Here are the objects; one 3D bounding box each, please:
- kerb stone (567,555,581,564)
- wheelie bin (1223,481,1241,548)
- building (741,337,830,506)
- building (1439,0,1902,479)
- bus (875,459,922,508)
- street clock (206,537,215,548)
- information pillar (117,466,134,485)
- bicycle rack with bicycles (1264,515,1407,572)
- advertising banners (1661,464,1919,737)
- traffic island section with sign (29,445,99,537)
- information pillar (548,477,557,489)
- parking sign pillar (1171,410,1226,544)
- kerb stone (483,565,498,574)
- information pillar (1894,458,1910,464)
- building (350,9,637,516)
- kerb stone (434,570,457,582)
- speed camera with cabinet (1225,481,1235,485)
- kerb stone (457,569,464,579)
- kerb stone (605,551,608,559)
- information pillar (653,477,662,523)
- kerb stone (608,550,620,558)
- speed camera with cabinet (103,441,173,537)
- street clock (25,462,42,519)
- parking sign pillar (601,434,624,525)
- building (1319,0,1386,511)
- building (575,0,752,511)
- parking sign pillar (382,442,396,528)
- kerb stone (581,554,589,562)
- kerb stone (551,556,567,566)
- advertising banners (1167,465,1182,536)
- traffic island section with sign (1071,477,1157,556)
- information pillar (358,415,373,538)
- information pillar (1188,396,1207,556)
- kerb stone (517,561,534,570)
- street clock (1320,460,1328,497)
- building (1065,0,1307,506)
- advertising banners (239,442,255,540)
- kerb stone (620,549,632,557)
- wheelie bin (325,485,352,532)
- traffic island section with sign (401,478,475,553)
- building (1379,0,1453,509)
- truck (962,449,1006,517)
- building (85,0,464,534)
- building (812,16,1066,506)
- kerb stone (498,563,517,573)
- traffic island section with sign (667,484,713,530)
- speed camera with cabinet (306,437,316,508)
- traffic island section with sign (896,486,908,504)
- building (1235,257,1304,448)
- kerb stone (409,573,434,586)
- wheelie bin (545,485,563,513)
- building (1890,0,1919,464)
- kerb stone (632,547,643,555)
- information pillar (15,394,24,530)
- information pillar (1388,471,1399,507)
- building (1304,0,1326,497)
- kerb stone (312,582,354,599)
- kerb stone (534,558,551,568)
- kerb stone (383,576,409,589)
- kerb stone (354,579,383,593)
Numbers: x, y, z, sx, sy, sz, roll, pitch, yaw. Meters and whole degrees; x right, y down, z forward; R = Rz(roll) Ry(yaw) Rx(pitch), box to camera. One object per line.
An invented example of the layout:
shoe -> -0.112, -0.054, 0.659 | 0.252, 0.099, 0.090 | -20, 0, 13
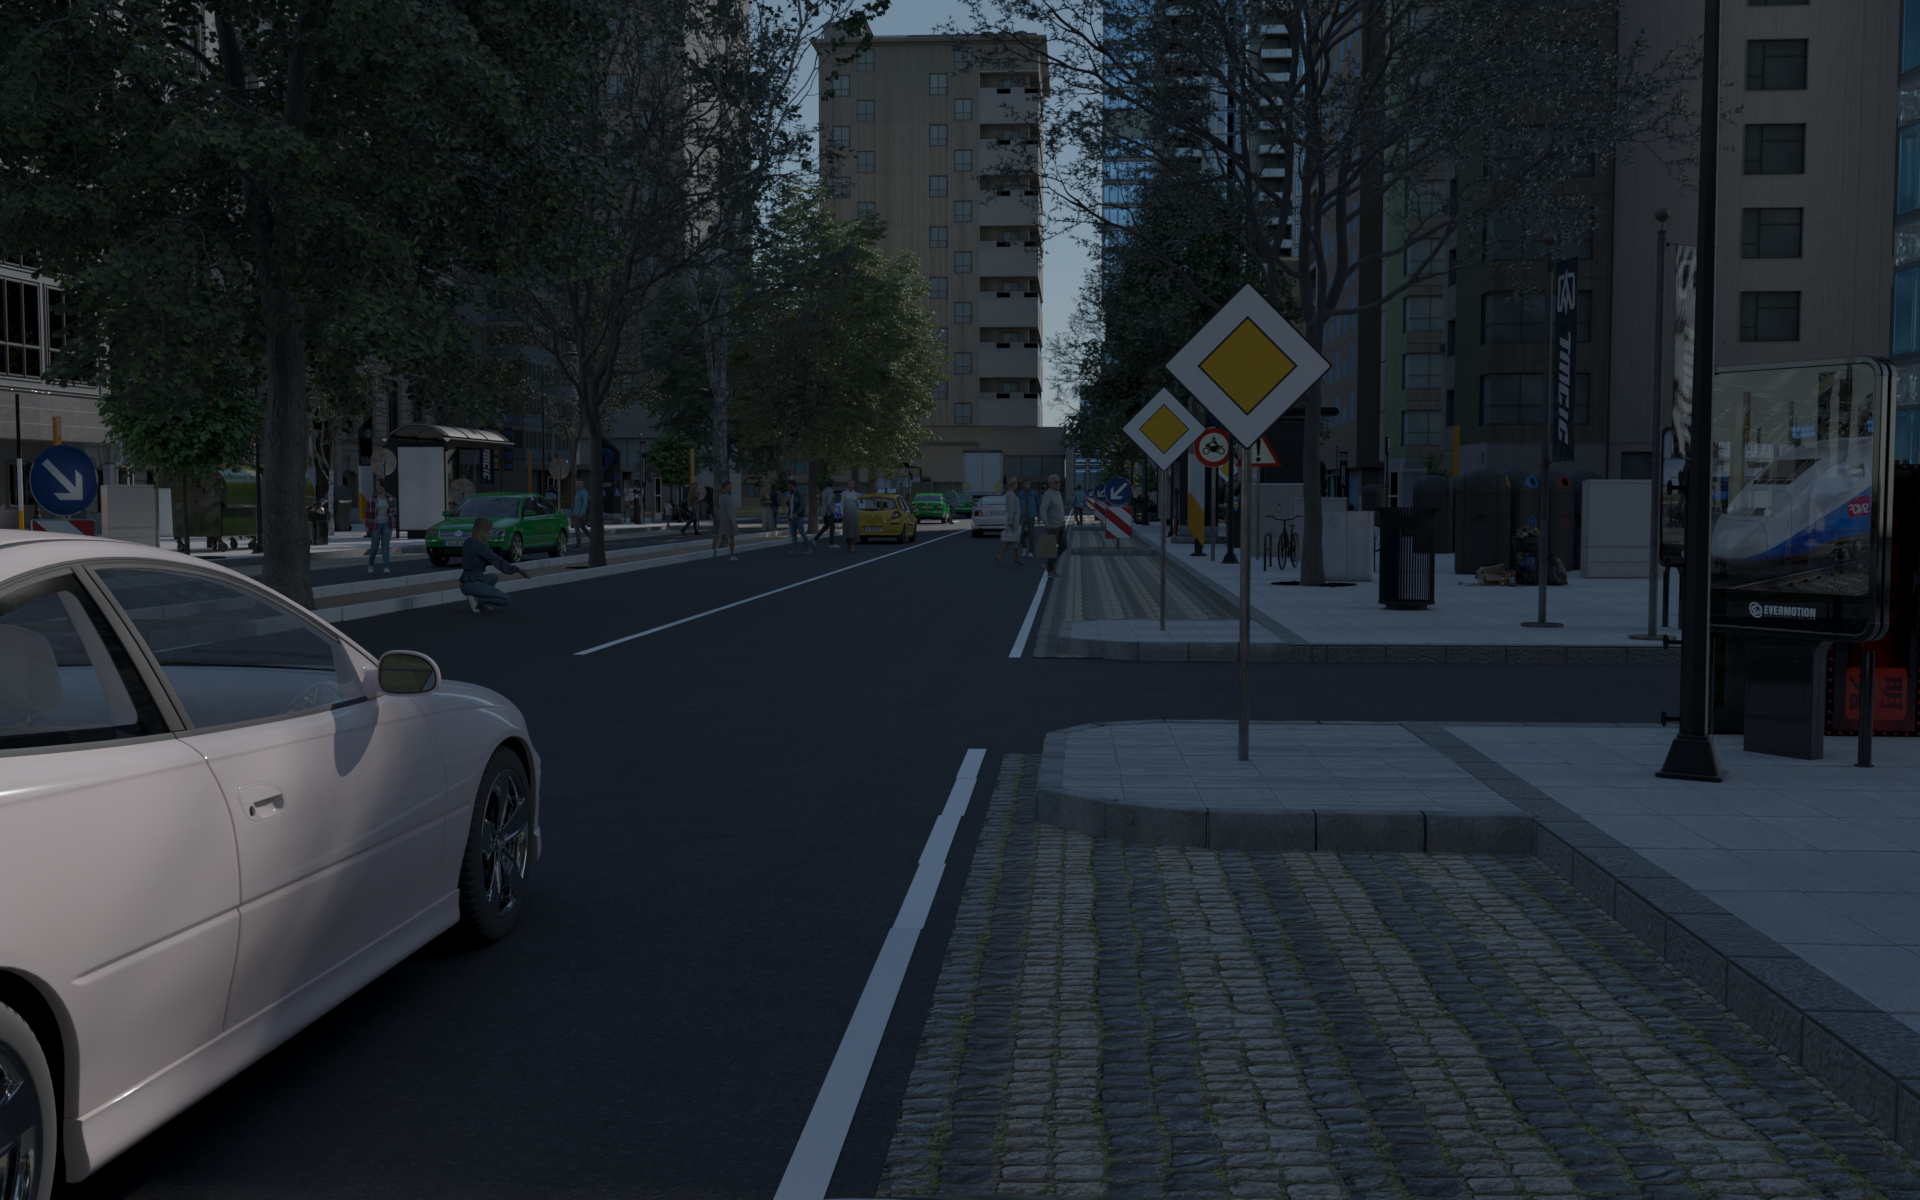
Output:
kerb stone -> -8.036, -0.816, 35.548 | 0.120, 0.150, 1.000 | 0, 4, 4
wheelie bin -> 6.655, -2.044, 41.329 | 0.693, 1.594, 0.980 | 0, 4, 2
building -> -29.555, -21.859, 202.431 | 28.899, 21.520, 27.650 | 0, 4, 4
building -> 23.779, -17.588, 59.264 | 14.160, 30.474, 14.107 | 0, 4, 4
bus -> -4.288, -7.876, 120.318 | 2.896, 3.916, 12.252 | 0, 4, 3
street clock -> -17.799, -2.237, 41.144 | 0.358, 2.002, 0.471 | -3, 5, -40
information pillar -> -21.809, -2.495, 45.289 | 0.304, 2.012, 0.304 | 0, 4, -2
bicycle rack with bicycles -> 6.299, -0.991, 29.584 | 2.852, 0.926, 2.925 | 1, 4, 14
advertising banners -> 4.798, -0.789, 9.085 | 2.074, 3.025, 0.090 | 0, 4, 6
traffic island section with sign -> -8.248, -0.522, 16.674 | 2.006, 1.907, 1.989 | 0, 4, 4
information pillar -> -17.411, -4.254, 74.041 | 0.304, 2.012, 0.304 | 1, 4, 13
parking sign pillar -> 6.210, -3.457, 44.988 | 1.447, 3.967, 1.447 | -1, 4, -23
kerb stone -> -8.381, -0.504, 30.429 | 0.120, 0.150, 1.000 | 0, 4, 4
information pillar -> 19.248, -1.901, 35.573 | 0.304, 2.012, 0.304 | -2, 4, -30
building -> -37.182, -25.321, 105.887 | 32.217, 40.220, 23.993 | 0, 4, 4
kerb stone -> -8.523, -0.378, 28.381 | 0.120, 0.150, 1.000 | 0, 4, 4
speed camera with cabinet -> 14.882, -5.876, 90.408 | 2.038, 3.252, 0.660 | 1, 4, 17
kerb stone -> -8.447, -0.441, 29.405 | 0.120, 0.150, 1.000 | 0, 4, 4
kerb stone -> -7.900, -0.942, 37.598 | 0.120, 0.150, 1.000 | 0, 4, 4
information pillar -> -13.334, -4.395, 76.343 | 0.304, 2.012, 0.304 | -1, 4, -20
kerb stone -> -7.820, -1.004, 38.617 | 0.120, 0.150, 1.000 | 0, 4, 4
speed camera with cabinet -> -24.148, -3.476, 51.168 | 0.660, 3.252, 2.038 | 3, 5, 43
street clock -> -20.726, -2.098, 38.870 | 0.471, 2.002, 0.358 | 2, 4, 32
parking sign pillar -> -14.971, -5.191, 73.348 | 1.447, 3.967, 1.447 | 2, 4, 35
building -> 28.247, -27.312, 96.666 | 14.600, 45.320, 14.200 | 0, 4, 4
building -> -32.664, -33.932, 144.029 | 27.495, 52.752, 28.713 | 0, 4, 4
parking sign pillar -> -21.192, -4.720, 65.640 | 1.447, 3.967, 1.447 | -1, 4, -17
kerb stone -> -7.964, -0.879, 36.571 | 0.120, 0.150, 1.000 | 0, 4, 4
kerb stone -> -8.096, -0.754, 34.528 | 0.120, 0.150, 1.000 | 0, 4, 4
advertising banners -> 6.110, -3.233, 49.046 | 0.090, 3.025, 2.074 | 0, 4, -6
traffic island section with sign -> 3.615, -1.972, 40.863 | 1.989, 1.847, 2.006 | 0, 4, 4
information pillar -> -17.499, -3.651, 51.051 | 0.183, 3.616, 0.504 | 2, 4, 27
information pillar -> 4.874, -2.709, 35.640 | 0.183, 3.616, 0.504 | 3, 5, 43
kerb stone -> -8.248, -0.620, 32.476 | 0.120, 0.150, 1.000 | 0, 4, 4
street clock -> 7.542, -1.973, 36.821 | 0.358, 2.002, 0.471 | -2, 4, -25
building -> 27.548, -53.873, 193.498 | 31.000, 86.520, 22.319 | 0, 4, 4
advertising banners -> -20.282, -3.253, 49.381 | 0.090, 3.025, 2.074 | -1, 4, -8
kerb stone -> -7.756, -1.067, 39.637 | 0.120, 0.150, 1.000 | 0, 4, 4
wheelie bin -> -21.337, -3.148, 59.381 | 0.693, 1.594, 0.980 | 2, 4, 29
traffic island section with sign -> -12.377, -2.071, 42.496 | 1.989, 1.847, 2.006 | 0, 4, 4
building -> 27.274, -24.387, 82.327 | 14.154, 41.232, 14.086 | 0, 4, 4
truck -> 1.591, -7.631, 113.686 | 2.839, 4.237, 11.283 | 0, 4, 2
building -> -31.620, -15.378, 70.517 | 14.460, 24.649, 34.723 | 0, 4, 4
building -> -1.398, -37.352, 199.935 | 27.495, 52.752, 28.713 | 0, 4, 4
kerb stone -> -8.311, -0.566, 31.455 | 0.120, 0.150, 1.000 | 0, 4, 4
traffic island section with sign -> -10.548, -3.716, 69.389 | 1.989, 1.847, 2.006 | 0, 4, 4
speed camera with cabinet -> -22.856, -4.028, 60.198 | 0.660, 3.252, 2.038 | -2, 4, -29
traffic island section with sign -> -3.142, -5.107, 91.639 | 2.006, 1.907, 1.989 | 0, 4, 4
building -> 37.464, -18.032, 139.857 | 27.650, 21.520, 28.899 | 0, 4, 4
kerb stone -> -8.589, -0.316, 27.354 | 0.120, 0.150, 1.000 | 0, 4, 4
wheelie bin -> -14.996, -3.413, 63.715 | 0.693, 1.594, 0.980 | -2, 4, -27
building -> 66.832, -31.823, 139.915 | 30.456, 49.044, 23.786 | 0, 4, 4
kerb stone -> -7.679, -1.129, 40.657 | 0.120, 0.150, 1.000 | 0, 4, 4
information pillar -> -22.083, -3.017, 40.678 | 0.183, 3.616, 0.504 | -2, 4, -27
information pillar -> 13.754, -3.089, 54.999 | 0.304, 2.012, 0.304 | 0, 4, 5
building -> 32.323, -41.326, 113.925 | 20.563, 71.187, 20.611 | 0, 4, 4
kerb stone -> -8.798, -0.128, 24.288 | 0.120, 0.150, 1.000 | 0, 4, 4
kerb stone -> -8.172, -0.691, 33.500 | 0.120, 0.150, 1.000 | 0, 4, 4
kerb stone -> -8.665, -0.248, 26.333 | 0.120, 0.150, 1.000 | 0, 4, 4
kerb stone -> -8.729, -0.191, 25.311 | 0.120, 0.150, 1.000 | 0, 4, 4
